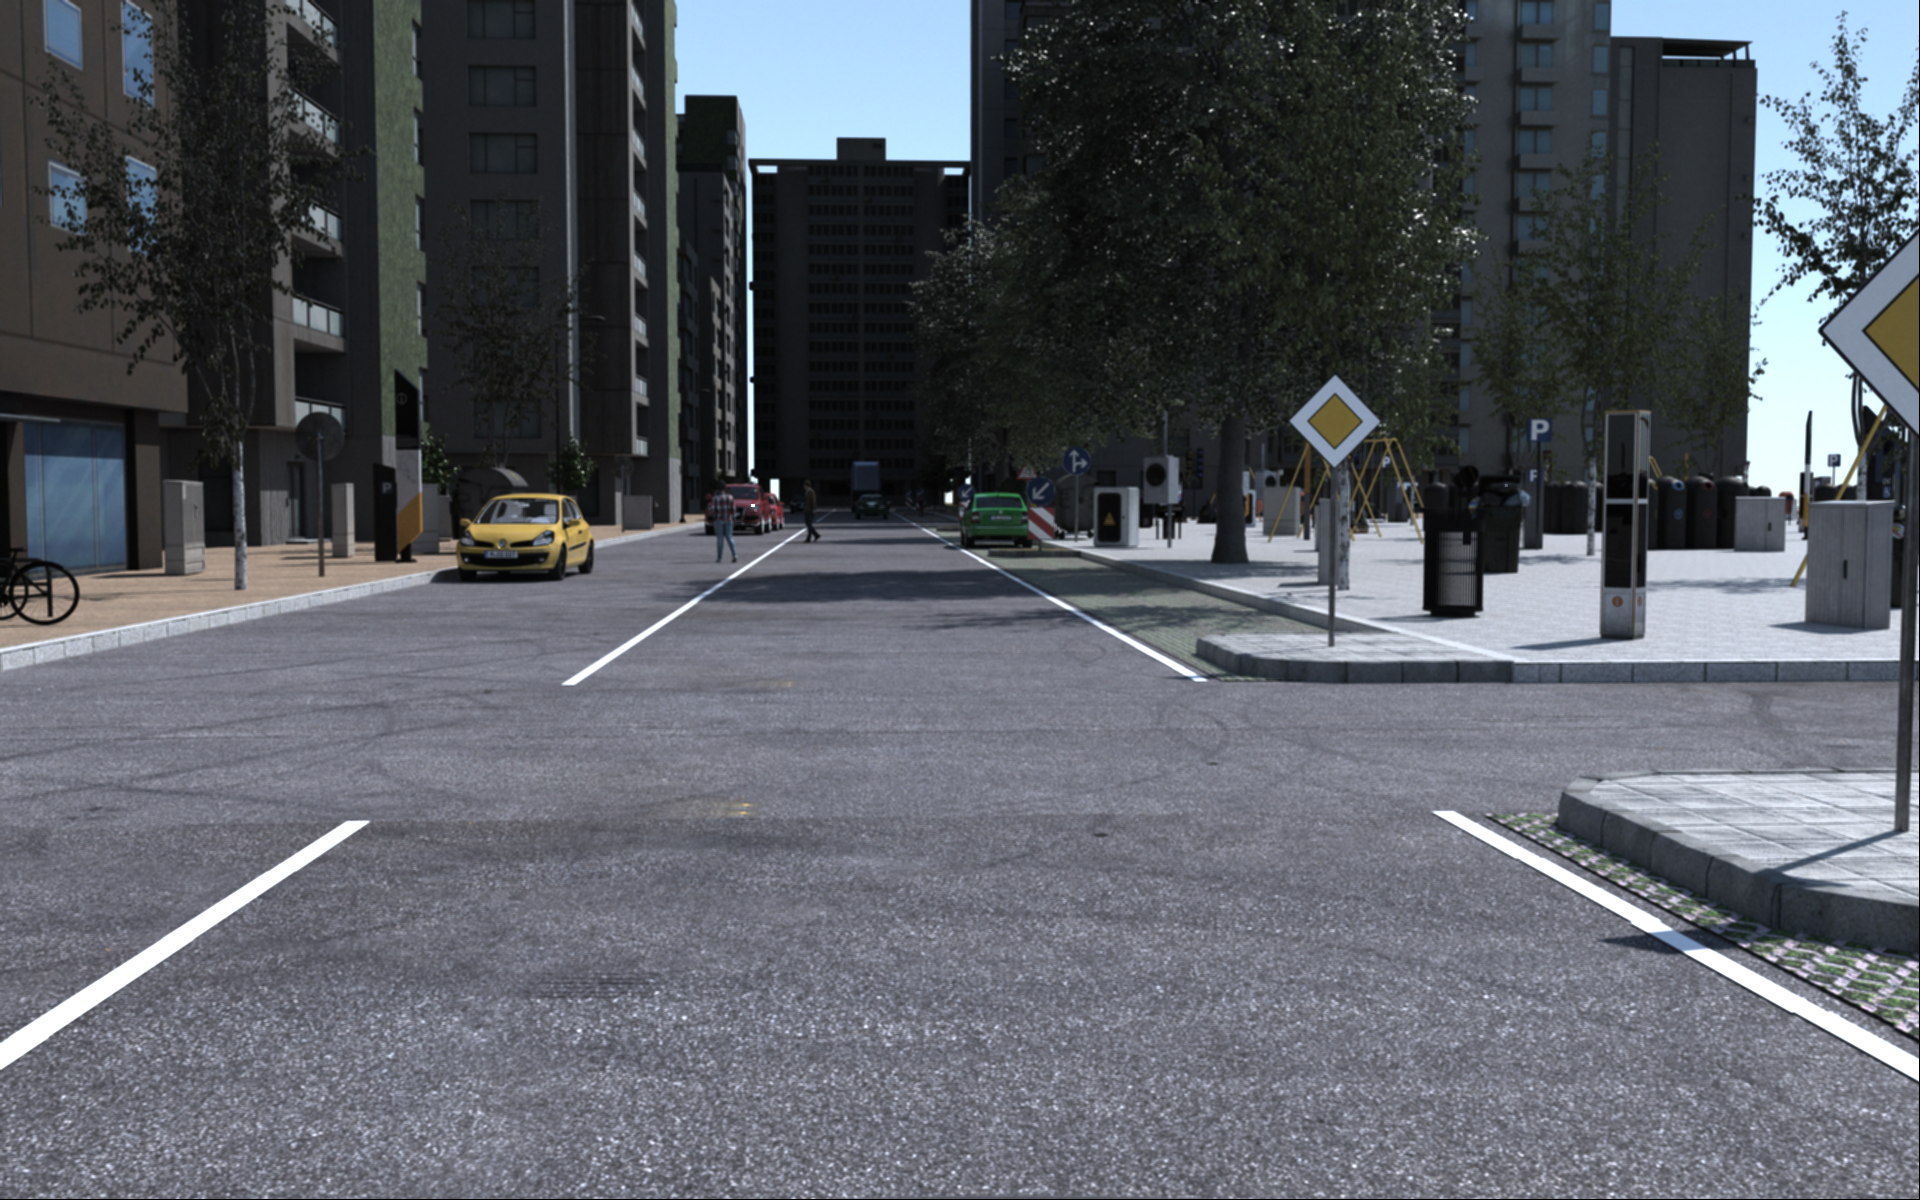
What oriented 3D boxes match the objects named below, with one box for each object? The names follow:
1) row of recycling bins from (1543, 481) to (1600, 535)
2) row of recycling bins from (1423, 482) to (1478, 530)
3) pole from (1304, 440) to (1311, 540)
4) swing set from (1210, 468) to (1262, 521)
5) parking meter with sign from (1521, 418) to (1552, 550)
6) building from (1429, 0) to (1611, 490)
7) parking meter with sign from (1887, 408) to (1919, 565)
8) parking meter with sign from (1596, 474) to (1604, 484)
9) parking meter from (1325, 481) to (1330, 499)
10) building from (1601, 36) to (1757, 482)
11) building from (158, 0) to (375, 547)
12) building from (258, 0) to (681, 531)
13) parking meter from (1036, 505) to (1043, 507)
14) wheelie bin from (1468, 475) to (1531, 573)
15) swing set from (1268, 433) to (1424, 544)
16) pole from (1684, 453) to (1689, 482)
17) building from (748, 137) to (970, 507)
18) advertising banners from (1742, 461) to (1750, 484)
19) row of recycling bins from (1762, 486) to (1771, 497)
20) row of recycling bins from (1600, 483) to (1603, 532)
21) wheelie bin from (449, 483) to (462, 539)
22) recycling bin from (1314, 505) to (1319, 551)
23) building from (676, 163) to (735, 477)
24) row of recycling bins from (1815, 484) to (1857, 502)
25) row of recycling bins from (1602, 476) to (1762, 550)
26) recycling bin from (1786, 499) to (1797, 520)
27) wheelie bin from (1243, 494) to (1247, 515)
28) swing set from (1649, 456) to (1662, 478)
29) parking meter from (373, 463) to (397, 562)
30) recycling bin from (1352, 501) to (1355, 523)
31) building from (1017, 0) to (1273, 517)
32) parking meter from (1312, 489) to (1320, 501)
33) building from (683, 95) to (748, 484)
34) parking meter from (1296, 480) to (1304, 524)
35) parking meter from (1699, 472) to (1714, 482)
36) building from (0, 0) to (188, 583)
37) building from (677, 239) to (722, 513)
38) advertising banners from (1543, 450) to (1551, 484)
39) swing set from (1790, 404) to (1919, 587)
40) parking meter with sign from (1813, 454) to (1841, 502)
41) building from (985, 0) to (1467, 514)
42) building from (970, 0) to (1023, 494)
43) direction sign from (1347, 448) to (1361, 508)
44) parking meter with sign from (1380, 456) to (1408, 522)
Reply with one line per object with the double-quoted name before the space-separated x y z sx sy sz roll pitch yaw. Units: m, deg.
"row of recycling bins" 19.746 -3.027 56.610 1.069 1.692 3.534 0 4 4
"row of recycling bins" 18.064 -3.349 61.866 3.534 1.692 1.069 -2 4 -28
"pole" 9.710 -3.338 48.412 0.158 3.312 0.155 0 3 0
"swing set" 12.827 -5.043 80.072 2.862 2.851 3.119 0 4 -2
"parking meter with sign" 13.467 -2.713 40.625 0.543 3.016 1.738 1 4 12
"building" 40.391 -32.618 152.916 30.456 49.044 23.786 0 4 -3
"parking meter with sign" 17.176 -2.139 31.241 0.543 3.016 1.738 3 5 40
"parking meter with sign" 24.251 -4.206 65.031 0.543 3.016 1.738 -2 4 -35
"parking meter" 16.869 -4.484 79.025 0.399 1.863 0.255 -2 4 -33
"building" 62.563 -29.084 159.116 14.086 41.232 14.154 0 4 -3
"building" -22.576 -22.029 43.770 14.154 41.232 14.086 0 4 -3
"building" -19.602 -23.780 72.396 14.154 41.232 14.086 0 4 -3
"parking meter" 3.396 -4.046 74.570 0.372 1.533 0.369 0 3 0
"wheelie bin" 8.851 -1.251 28.356 0.980 1.594 0.693 0 4 4
"swing set" 10.139 -2.912 45.238 2.862 2.851 3.119 -2 4 -25
"pole" 35.986 -5.629 85.883 0.158 3.312 0.155 0 3 0
"building" -10.900 -30.553 191.422 23.993 40.220 32.217 0 4 -3
"advertising banners" 40.776 -5.810 91.189 2.074 3.025 0.090 -1 4 -20
"row of recycling bins" 39.902 -4.980 88.532 1.069 1.692 3.534 -2 4 -25
"row of recycling bins" 22.282 -3.113 58.004 1.069 1.692 3.534 -2 4 -24
"wheelie bin" -14.046 -2.520 49.116 0.980 1.594 0.693 2 4 34
"recycling bin" 8.377 -1.623 39.088 0.722 1.027 0.722 1 4 8
"building" -27.239 -23.362 153.675 14.107 30.474 14.160 0 4 -3
"row of recycling bins" 35.586 -3.791 69.095 3.534 1.692 1.069 -2 4 -24
"row of recycling bins" 16.834 -2.035 40.384 3.534 1.692 1.069 -1 4 -21
"recycling bin" 40.545 -4.426 84.917 0.722 1.027 0.722 3 5 42
"wheelie bin" 8.756 -2.883 55.038 0.693 1.594 0.980 1 4 11
"swing set" 28.181 -4.488 71.001 2.862 2.851 3.119 2 4 25
"parking meter" -10.927 -1.667 32.966 0.399 1.863 0.255 -3 4 -36
"recycling bin" 13.798 -3.057 62.530 0.722 1.027 0.722 0 4 -7
"building" 10.226 -20.305 103.685 14.160 30.474 14.107 0 4 -3
"parking meter" 17.881 -4.811 87.065 0.372 1.533 0.369 0 3 0
"building" -29.553 -30.419 180.947 14.086 41.232 14.154 0 4 -3
"parking meter" 14.478 -4.148 73.524 0.399 1.863 0.255 -1 4 -14
"parking meter" 19.688 -2.445 45.694 0.399 1.863 0.255 2 4 29
"building" -20.002 -22.724 21.656 14.600 45.320 14.200 0 4 -3
"building" -33.150 -17.497 131.116 27.650 21.520 28.899 0 4 -3
"advertising banners" 23.811 -4.447 68.904 0.090 3.025 2.074 -1 4 -18
"swing set" 12.770 -1.506 22.238 2.862 2.851 3.119 0 4 5
"parking meter with sign" 37.433 -4.833 75.274 1.738 3.016 0.543 -2 4 -28
"building" 18.243 -26.377 123.142 32.217 40.220 23.993 0 4 -3
"building" 11.368 -37.082 148.281 21.231 58.520 28.212 0 4 -3
"direction sign" 13.775 -4.221 61.016 0.379 3.537 0.876 -2 4 -32
"parking meter with sign" 19.858 -5.061 79.000 0.543 3.016 1.738 -1 4 -19
